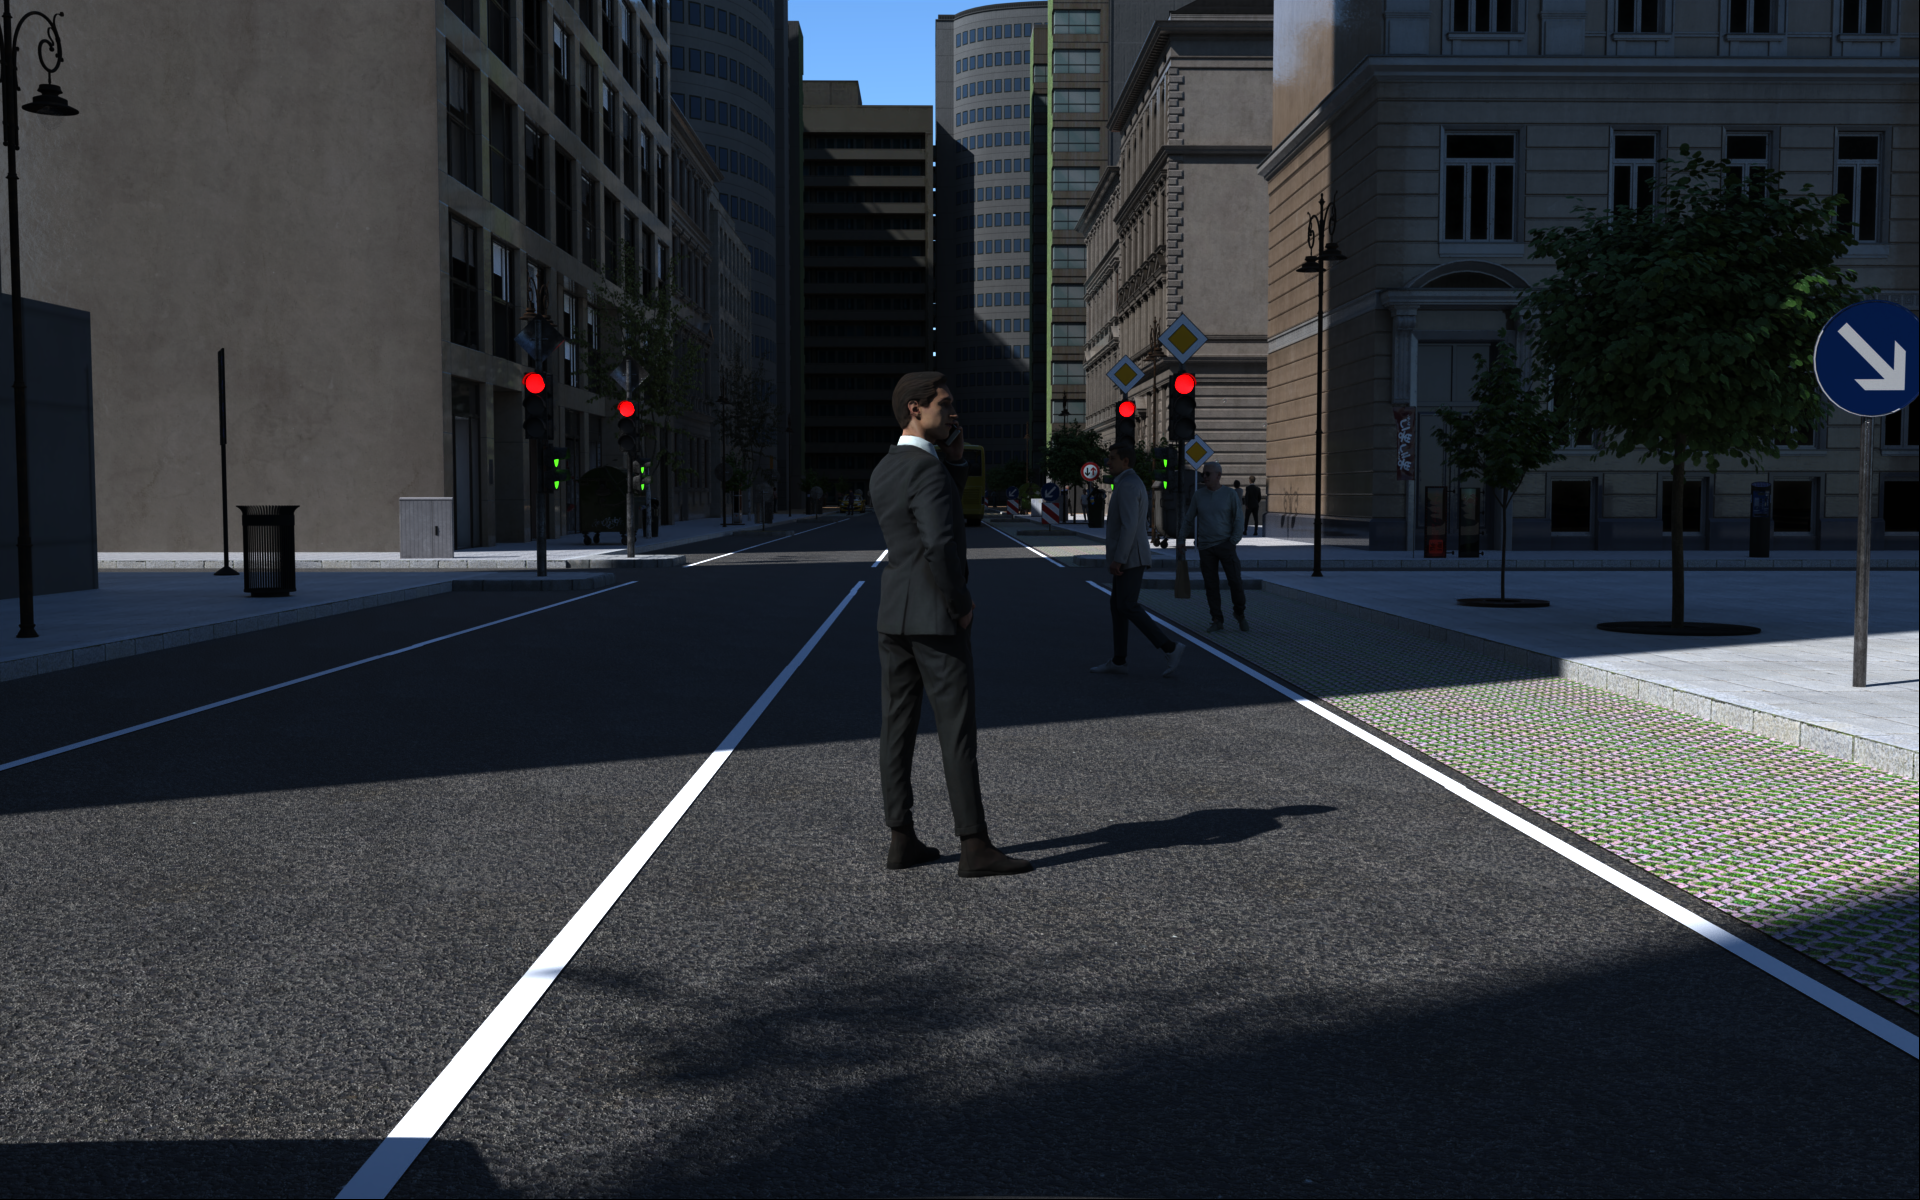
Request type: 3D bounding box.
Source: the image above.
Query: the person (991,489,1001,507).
[{"bbox_3d":[3.423,-9.962,169.005,0.705,1.814,1.350,3,5,45],"label":"person"}]

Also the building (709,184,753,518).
[{"bbox_3d":[-18.254,-15.077,101.260,10.420,20.320,16.860,0,4,-1],"label":"building"}]

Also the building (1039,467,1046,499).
[{"bbox_3d":[17.313,-44.859,171.689,20.563,71.187,20.611,0,4,-1],"label":"building"}]

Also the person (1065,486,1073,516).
[{"bbox_3d":[6.247,-5.725,100.051,0.834,1.777,0.661,2,4,32],"label":"person"}]

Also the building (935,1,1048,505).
[{"bbox_3d":[11.199,-40.657,206.735,28.212,58.520,21.231,0,4,-1],"label":"building"}]

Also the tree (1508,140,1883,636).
[{"bbox_3d":[6.851,-1.989,16.240,4.285,4.588,4.351,0,3,0],"label":"tree"}]

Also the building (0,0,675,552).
[{"bbox_3d":[-21.214,-15.273,54.222,19.350,26.468,34.151,0,4,-1],"label":"building"}]

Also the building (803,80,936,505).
[{"bbox_3d":[-13.708,-35.668,206.869,21.600,48.544,21.300,0,4,-1],"label":"building"}]

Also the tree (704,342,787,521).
[{"bbox_3d":[-10.156,-8.118,83.092,4.360,8.622,3.978,0,3,0],"label":"tree"}]

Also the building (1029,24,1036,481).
[{"bbox_3d":[13.147,-28.834,155.032,14.154,41.232,14.086,0,4,-1],"label":"building"}]

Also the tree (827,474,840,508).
[{"bbox_3d":[-11.395,-9.285,146.405,1.663,3.219,1.824,0,3,0],"label":"tree"}]

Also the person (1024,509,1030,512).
[{"bbox_3d":[4.716,-7.020,121.276,0.568,1.767,0.683,3,4,37],"label":"person"}]

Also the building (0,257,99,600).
[{"bbox_3d":[-21.820,-35.028,10.960,20.611,71.187,20.563,0,4,-1],"label":"building"}]

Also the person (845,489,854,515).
[{"bbox_3d":[-7.403,-6.539,115.858,0.568,1.767,0.683,2,4,24],"label":"person"}]

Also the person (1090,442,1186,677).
[{"bbox_3d":[1.411,-0.328,13.708,0.795,1.843,0.661,1,4,15],"label":"person"}]

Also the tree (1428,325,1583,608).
[{"bbox_3d":[6.174,-1.555,20.023,1.663,3.219,1.824,0,3,0],"label":"tree"}]

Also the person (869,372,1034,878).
[{"bbox_3d":[-0.075,0.073,6.664,0.474,1.900,0.648,-2,4,-33],"label":"person"}]

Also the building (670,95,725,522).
[{"bbox_3d":[-18.154,-15.036,81.990,11.583,22.565,21.152,0,4,-1],"label":"building"}]

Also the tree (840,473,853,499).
[{"bbox_3d":[-10.918,-10.067,159.202,1.663,3.219,1.824,0,3,0],"label":"tree"}]

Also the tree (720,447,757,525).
[{"bbox_3d":[-9.461,-4.711,71.629,1.663,3.219,1.824,0,3,0],"label":"tree"}]

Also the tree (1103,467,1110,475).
[{"bbox_3d":[5.845,-3.779,56.391,1.663,3.219,1.824,0,3,0],"label":"tree"}]

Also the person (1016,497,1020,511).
[{"bbox_3d":[4.458,-7.429,130.738,0.421,1.427,0.697,1,4,18],"label":"person"}]

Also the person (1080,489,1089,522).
[{"bbox_3d":[5.837,-4.370,80.086,0.503,1.515,0.523,-1,4,-12],"label":"person"}]

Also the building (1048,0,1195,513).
[{"bbox_3d":[12.952,-26.704,120.200,14.154,41.232,14.086,0,4,-1],"label":"building"}]

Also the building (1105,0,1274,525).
[{"bbox_3d":[13.118,-15.321,79.371,11.050,23.489,19.941,0,4,-1],"label":"building"}]

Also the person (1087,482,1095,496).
[{"bbox_3d":[5.344,-3.882,69.782,0.793,1.790,0.793,1,4,20],"label":"person"}]

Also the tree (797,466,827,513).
[{"bbox_3d":[-11.257,-8.296,130.243,1.663,3.219,1.824,0,3,0],"label":"tree"}]

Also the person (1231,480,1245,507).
[{"bbox_3d":[9.826,-3.371,61.519,0.716,1.782,0.532,-3,5,-44],"label":"person"}]

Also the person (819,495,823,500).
[{"bbox_3d":[-13.591,-9.989,170.172,0.445,1.727,0.742,0,4,-3],"label":"person"}]

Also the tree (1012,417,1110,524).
[{"bbox_3d":[4.956,-5.538,74.266,4.285,4.588,4.351,0,3,0],"label":"tree"}]

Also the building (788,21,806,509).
[{"bbox_3d":[-20.567,-28.235,145.236,14.154,41.232,14.086,0,4,-1],"label":"building"}]

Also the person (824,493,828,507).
[{"bbox_3d":[-13.768,-10.391,175.938,0.705,1.824,1.348,-3,4,-36],"label":"person"}]

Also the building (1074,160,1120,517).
[{"bbox_3d":[13.199,-16.136,99.974,11.583,22.565,21.152,0,4,-1],"label":"building"}]

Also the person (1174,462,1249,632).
[{"bbox_3d":[2.584,-0.549,17.955,0.782,1.767,0.515,2,4,24],"label":"person"}]

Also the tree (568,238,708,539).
[{"bbox_3d":[-9.003,-6.065,49.520,4.737,8.622,4.395,0,3,0],"label":"tree"}]

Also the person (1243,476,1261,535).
[{"bbox_3d":[9.024,-2.935,53.806,0.659,1.850,0.755,-1,4,-18],"label":"person"}]

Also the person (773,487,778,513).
[{"bbox_3d":[-12.473,-6.774,117.509,0.721,1.736,1.217,-1,4,-12],"label":"person"}]

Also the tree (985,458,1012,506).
[{"bbox_3d":[4.702,-9.745,143.051,4.285,4.588,4.351,0,3,0],"label":"tree"}]

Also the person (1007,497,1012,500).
[{"bbox_3d":[4.980,-9.513,162.299,1.217,1.735,0.721,2,4,24],"label":"person"}]

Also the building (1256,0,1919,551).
[{"bbox_3d":[18.848,-15.819,44.541,20.117,28.700,13.634,0,4,-1],"label":"building"}]

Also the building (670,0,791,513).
[{"bbox_3d":[-23.894,-35.569,123.544,21.231,58.520,28.212,0,4,-1],"label":"building"}]

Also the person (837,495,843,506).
[{"bbox_3d":[-12.901,-10.877,187.112,0.991,1.433,0.599,2,4,31],"label":"person"}]

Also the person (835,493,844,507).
[{"bbox_3d":[-12.105,-10.269,174.648,1.217,1.736,0.721,1,4,13],"label":"person"}]

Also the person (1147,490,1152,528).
[{"bbox_3d":[7.159,-3.613,65.298,0.466,1.800,0.511,-3,4,-37],"label":"person"}]

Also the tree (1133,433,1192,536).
[{"bbox_3d":[6.132,-3.580,53.127,1.663,3.219,1.824,0,3,0],"label":"tree"}]
